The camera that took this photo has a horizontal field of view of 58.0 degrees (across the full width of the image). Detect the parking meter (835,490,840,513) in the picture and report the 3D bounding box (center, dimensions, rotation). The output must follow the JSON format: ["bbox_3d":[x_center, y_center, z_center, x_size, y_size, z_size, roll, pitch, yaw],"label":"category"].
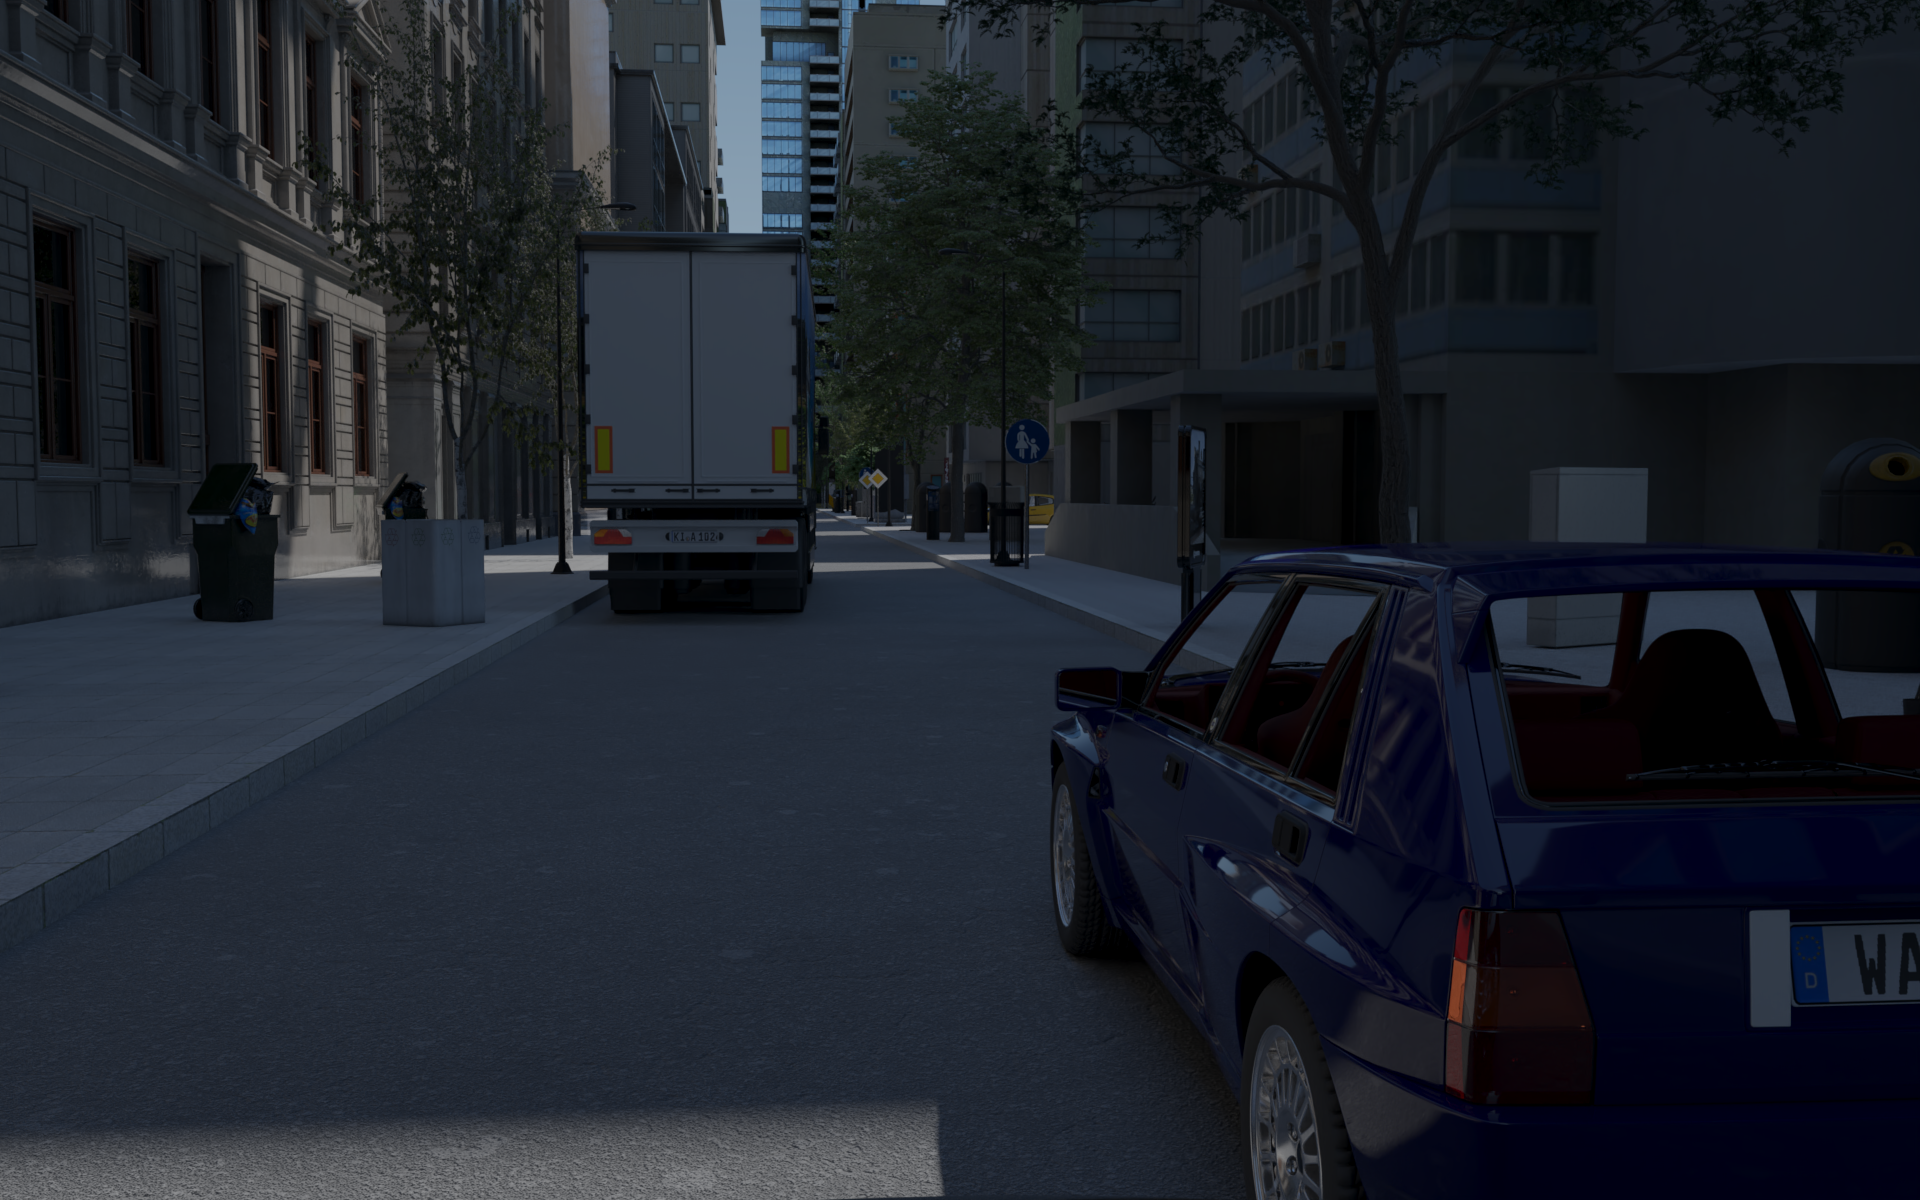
[{"bbox_3d":[-8.207,-6.577,115.947,0.372,1.533,0.369,0,3,0],"label":"parking meter"}]

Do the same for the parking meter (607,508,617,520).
[{"bbox_3d":[-10.009,-2.546,50.033,0.372,1.533,0.369,0,3,0],"label":"parking meter"}]

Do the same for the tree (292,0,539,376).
[{"bbox_3d":[-6.894,-4.490,23.766,4.360,8.622,3.978,0,3,0],"label":"tree"}]

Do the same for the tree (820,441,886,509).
[{"bbox_3d":[-4.643,-6.592,91.494,4.285,4.588,4.351,0,3,0],"label":"tree"}]

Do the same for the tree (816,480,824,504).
[{"bbox_3d":[-18.590,-14.275,227.993,1.663,3.219,1.824,0,3,0],"label":"tree"}]

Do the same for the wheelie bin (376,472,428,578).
[{"bbox_3d":[-8.105,-1.059,25.219,0.693,1.594,0.980,-2,4,-27],"label":"wheelie bin"}]

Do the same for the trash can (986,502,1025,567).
[{"bbox_3d":[0.835,-1.169,30.767,0.748,1.137,0.748,0,3,0],"label":"trash can"}]

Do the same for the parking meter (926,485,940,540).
[{"bbox_3d":[-0.752,-2.446,48.398,0.372,1.533,0.369,0,3,0],"label":"parking meter"}]

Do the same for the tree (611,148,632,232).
[{"bbox_3d":[-7.756,-5.113,33.960,4.360,8.622,3.978,0,3,0],"label":"tree"}]

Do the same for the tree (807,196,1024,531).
[{"bbox_3d":[-1.598,-8.195,59.746,9.928,11.665,9.643,0,3,0],"label":"tree"}]

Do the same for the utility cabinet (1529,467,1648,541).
[{"bbox_3d":[5.312,-0.367,14.680,1.173,1.500,0.318,-2,4,-33],"label":"utility cabinet"}]

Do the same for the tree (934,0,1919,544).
[{"bbox_3d":[3.148,-4.762,12.265,8.767,10.594,7.601,0,4,-1],"label":"tree"}]

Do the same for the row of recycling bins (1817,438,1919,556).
[{"bbox_3d":[7.783,-0.293,11.899,3.534,1.692,1.069,3,5,41],"label":"row of recycling bins"}]

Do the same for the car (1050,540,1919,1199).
[{"bbox_3d":[1.272,0.506,4.306,1.945,1.354,3.894,0,4,-5],"label":"car"}]

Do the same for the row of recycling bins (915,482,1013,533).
[{"bbox_3d":[0.170,-3.098,57.759,3.534,1.692,1.069,1,4,19],"label":"row of recycling bins"}]

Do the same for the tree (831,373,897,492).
[{"bbox_3d":[-5.113,-9.243,101.486,4.737,8.622,4.395,0,3,0],"label":"tree"}]

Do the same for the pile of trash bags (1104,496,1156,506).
[{"bbox_3d":[4.919,-2.076,43.689,3.447,1.369,1.912,1,4,11],"label":"pile of trash bags"}]

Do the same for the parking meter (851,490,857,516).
[{"bbox_3d":[-6.296,-5.790,103.084,0.372,1.533,0.369,0,3,0],"label":"parking meter"}]

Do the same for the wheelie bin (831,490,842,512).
[{"bbox_3d":[-8.588,-6.969,121.858,0.980,1.594,0.693,1,4,12],"label":"wheelie bin"}]

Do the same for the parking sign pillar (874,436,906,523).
[{"bbox_3d":[-3.173,-5.477,78.027,1.447,3.967,1.447,0,4,-1],"label":"parking sign pillar"}]

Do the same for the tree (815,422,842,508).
[{"bbox_3d":[-13.575,-13.380,169.132,4.360,8.622,3.978,0,3,0],"label":"tree"}]

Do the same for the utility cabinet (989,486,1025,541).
[{"bbox_3d":[1.301,-2.351,47.112,0.318,1.500,1.173,-3,5,-44],"label":"utility cabinet"}]

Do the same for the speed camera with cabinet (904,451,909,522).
[{"bbox_3d":[-3.029,-5.249,80.150,0.660,3.252,2.038,-2,4,-26],"label":"speed camera with cabinet"}]

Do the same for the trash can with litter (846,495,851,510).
[{"bbox_3d":[-8.719,-7.789,138.734,0.624,1.170,1.055,-1,4,-21],"label":"trash can with litter"}]

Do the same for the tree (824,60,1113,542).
[{"bbox_3d":[0.349,-7.821,46.006,7.486,12.596,7.792,0,3,0],"label":"tree"}]

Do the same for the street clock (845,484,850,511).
[{"bbox_3d":[-8.302,-7.542,127.886,0.358,2.002,0.471,0,4,4],"label":"street clock"}]

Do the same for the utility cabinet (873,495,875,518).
[{"bbox_3d":[-4.232,-4.573,85.923,0.306,1.237,1.020,-1,4,-14],"label":"utility cabinet"}]

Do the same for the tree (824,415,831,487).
[{"bbox_3d":[-6.595,-9.711,109.131,4.737,8.622,4.395,0,3,0],"label":"tree"}]

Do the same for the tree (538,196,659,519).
[{"bbox_3d":[-8.448,-5.657,42.852,4.737,8.622,4.395,0,3,0],"label":"tree"}]

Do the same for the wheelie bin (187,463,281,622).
[{"bbox_3d":[-7.370,-0.593,17.607,0.980,1.594,0.693,2,4,28],"label":"wheelie bin"}]

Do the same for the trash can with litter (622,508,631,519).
[{"bbox_3d":[-10.153,-2.476,51.863,1.055,1.170,0.624,-1,4,-19],"label":"trash can with litter"}]

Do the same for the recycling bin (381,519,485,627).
[{"bbox_3d":[-5.196,-0.278,17.094,0.722,1.027,0.722,2,4,26],"label":"recycling bin"}]

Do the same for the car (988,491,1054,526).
[{"bbox_3d":[2.661,-3.884,73.724,3.980,1.641,2.015,0,4,-5],"label":"car"}]
